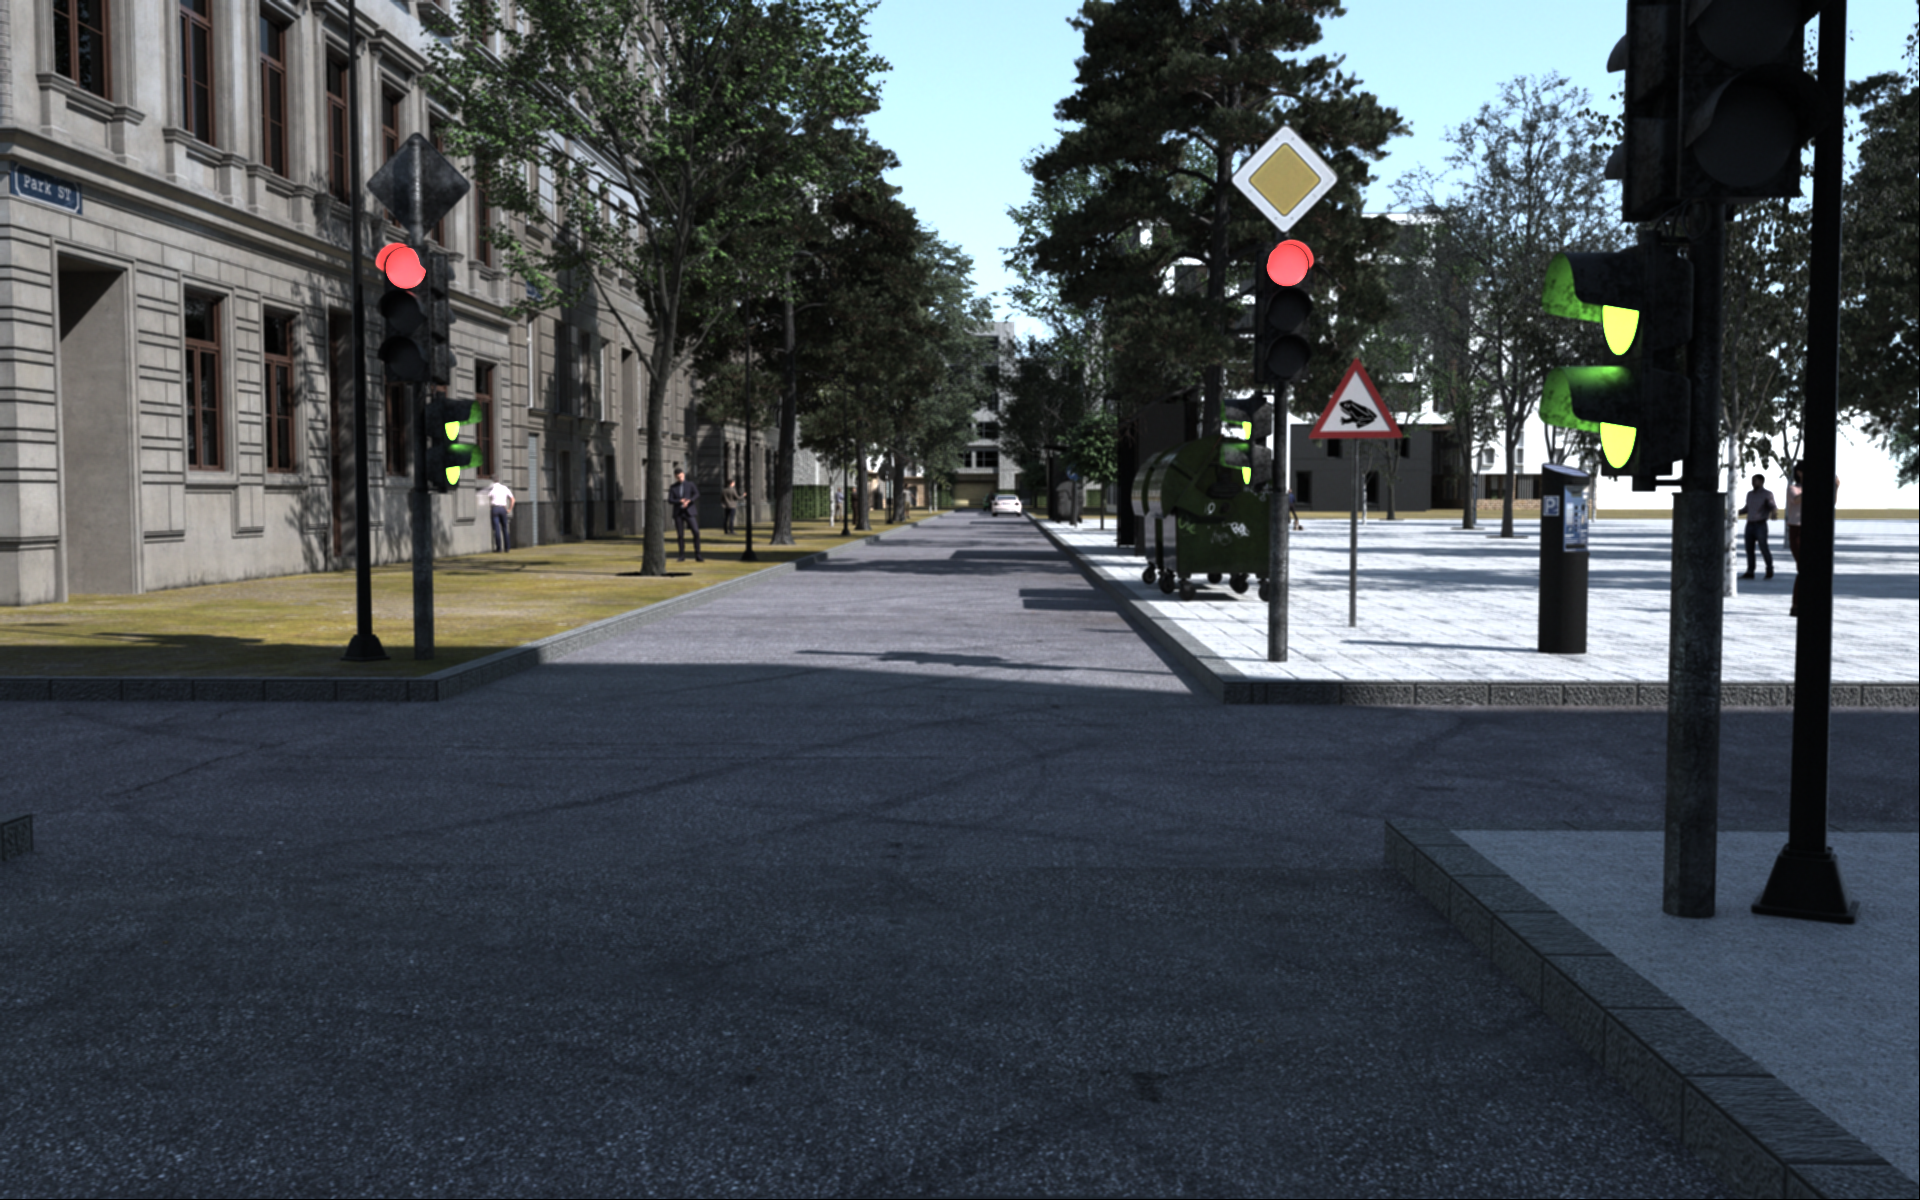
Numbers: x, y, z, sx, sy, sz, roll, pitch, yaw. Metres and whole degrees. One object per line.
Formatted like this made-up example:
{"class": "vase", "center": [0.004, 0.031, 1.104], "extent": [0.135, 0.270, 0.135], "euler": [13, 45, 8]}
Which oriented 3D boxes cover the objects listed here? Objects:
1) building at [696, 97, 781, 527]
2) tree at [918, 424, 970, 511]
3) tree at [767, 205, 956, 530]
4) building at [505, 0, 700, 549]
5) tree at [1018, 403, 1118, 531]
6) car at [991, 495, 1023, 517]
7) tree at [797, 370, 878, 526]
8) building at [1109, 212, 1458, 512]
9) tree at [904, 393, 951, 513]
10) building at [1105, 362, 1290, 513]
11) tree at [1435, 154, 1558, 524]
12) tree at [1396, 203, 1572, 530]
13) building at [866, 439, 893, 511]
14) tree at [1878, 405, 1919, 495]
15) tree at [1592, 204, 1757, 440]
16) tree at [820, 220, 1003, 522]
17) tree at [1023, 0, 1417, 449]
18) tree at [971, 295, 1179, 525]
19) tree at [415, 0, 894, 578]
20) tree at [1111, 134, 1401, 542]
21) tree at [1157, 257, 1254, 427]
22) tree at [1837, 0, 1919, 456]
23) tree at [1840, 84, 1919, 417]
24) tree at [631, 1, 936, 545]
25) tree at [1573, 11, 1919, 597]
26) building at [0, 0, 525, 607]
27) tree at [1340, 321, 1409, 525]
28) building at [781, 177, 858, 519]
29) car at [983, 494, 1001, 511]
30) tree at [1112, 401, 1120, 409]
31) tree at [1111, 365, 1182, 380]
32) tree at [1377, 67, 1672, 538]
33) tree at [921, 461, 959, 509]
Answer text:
{"class": "building", "center": [-13.570, -12.888, 75.350], "extent": [10.561, 19.102, 19.286], "euler": [0, 4, 1]}
{"class": "tree", "center": [-1.605, -10.813, 127.154], "extent": [4.360, 8.622, 3.978], "euler": [0, 3, 0]}
{"class": "tree", "center": [-3.492, -8.504, 61.102], "extent": [6.751, 12.117, 7.091], "euler": [0, 3, 0]}
{"class": "building", "center": [-15.659, -15.570, 51.826], "extent": [12.463, 27.353, 25.104], "euler": [0, 4, 1]}
{"class": "tree", "center": [5.116, -4.748, 61.346], "extent": [4.285, 4.588, 4.351], "euler": [0, 3, 0]}
{"class": "car", "center": [3.024, -6.056, 111.380], "extent": [2.083, 1.381, 4.827], "euler": [0, 4, 3]}
{"class": "tree", "center": [-5.068, -7.216, 68.347], "extent": [4.737, 8.622, 4.395], "euler": [0, 3, 0]}
{"class": "building", "center": [25.902, -18.245, 142.281], "extent": [27.936, 21.610, 32.646], "euler": [0, 4, 1]}
{"class": "tree", "center": [-2.060, -10.126, 115.918], "extent": [4.737, 8.622, 4.395], "euler": [0, 3, 0]}
{"class": "building", "center": [14.774, -10.426, 112.620], "extent": [9.099, 9.664, 28.070], "euler": [0, 4, 1]}
{"class": "tree", "center": [13.067, -5.326, 37.445], "extent": [4.360, 8.622, 3.978], "euler": [0, 3, 0]}
{"class": "tree", "center": [18.268, -8.366, 62.546], "extent": [9.928, 11.665, 9.643], "euler": [0, 3, 0]}
{"class": "building", "center": [-12.303, -18.088, 152.150], "extent": [11.380, 20.091, 16.016], "euler": [0, 4, 1]}
{"class": "tree", "center": [53.377, -7.042, 78.039], "extent": [20.602, 7.101, 11.467], "euler": [0, 4, 7]}
{"class": "tree", "center": [28.426, -9.745, 66.757], "extent": [7.806, 13.903, 7.818], "euler": [0, 3, 0]}
{"class": "tree", "center": [-2.752, -10.602, 79.999], "extent": [9.857, 13.997, 8.962], "euler": [0, 3, 0]}
{"class": "tree", "center": [4.452, -6.623, 30.336], "extent": [6.751, 12.117, 7.091], "euler": [0, 3, 0]}
{"class": "tree", "center": [4.647, -8.319, 70.434], "extent": [8.767, 10.594, 7.601], "euler": [0, 4, -6]}
{"class": "tree", "center": [-4.645, -6.182, 26.828], "extent": [9.928, 11.665, 9.643], "euler": [0, 3, 0]}
{"class": "tree", "center": [4.609, -7.398, 46.720], "extent": [9.928, 11.665, 9.643], "euler": [0, 3, 0]}
{"class": "tree", "center": [7.607, -6.366, 54.441], "extent": [4.360, 8.622, 3.978], "euler": [0, 3, 0]}
{"class": "tree", "center": [19.947, -6.750, 32.420], "extent": [6.751, 12.117, 7.091], "euler": [0, 3, 0]}
{"class": "tree", "center": [27.815, -8.669, 49.161], "extent": [7.806, 13.903, 7.818], "euler": [0, 3, 0]}
{"class": "tree", "center": [-4.286, -8.321, 43.471], "extent": [7.806, 13.903, 7.818], "euler": [0, 3, 0]}
{"class": "tree", "center": [9.823, -4.336, 21.258], "extent": [4.360, 8.622, 3.978], "euler": [0, 3, 0]}
{"class": "building", "center": [-15.393, -11.787, 28.872], "extent": [11.583, 22.565, 21.152], "euler": [0, 4, 1]}
{"class": "tree", "center": [16.645, -7.391, 71.197], "extent": [4.360, 8.622, 3.978], "euler": [0, 3, 0]}
{"class": "building", "center": [-15.410, -14.576, 104.767], "extent": [16.747, 18.905, 31.486], "euler": [0, 4, 1]}
{"class": "car", "center": [2.864, -8.454, 147.011], "extent": [1.959, 1.807, 4.718], "euler": [0, 4, 0]}
{"class": "tree", "center": [8.666, -7.784, 77.632], "extent": [4.360, 8.622, 3.978], "euler": [0, 3, 0]}
{"class": "tree", "center": [9.319, -8.210, 84.596], "extent": [4.737, 8.622, 4.395], "euler": [0, 3, 0]}
{"class": "tree", "center": [16.094, -8.550, 50.157], "extent": [12.009, 13.543, 11.850], "euler": [0, 3, 0]}
{"class": "tree", "center": [-1.790, -10.423, 154.133], "extent": [4.285, 4.588, 4.351], "euler": [0, 3, 0]}
